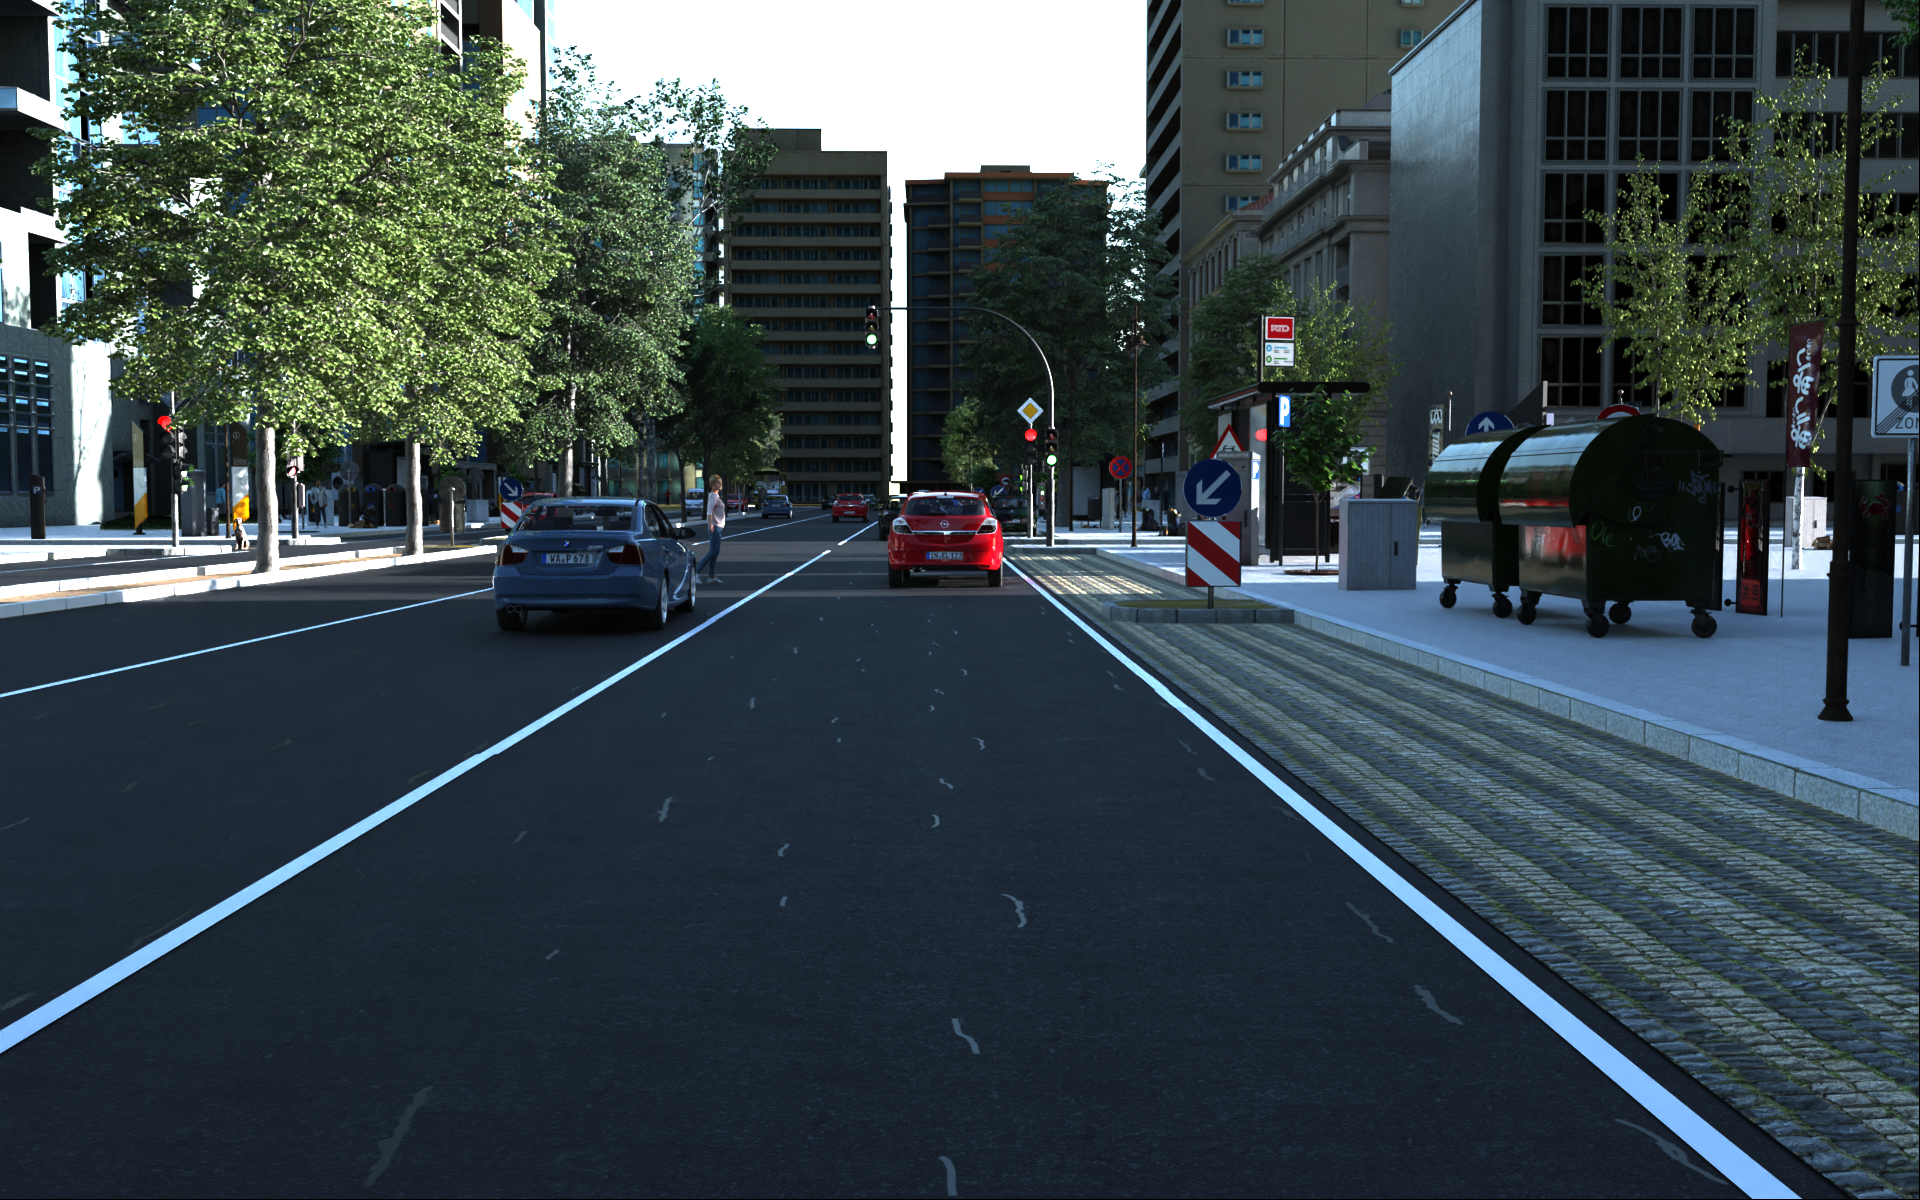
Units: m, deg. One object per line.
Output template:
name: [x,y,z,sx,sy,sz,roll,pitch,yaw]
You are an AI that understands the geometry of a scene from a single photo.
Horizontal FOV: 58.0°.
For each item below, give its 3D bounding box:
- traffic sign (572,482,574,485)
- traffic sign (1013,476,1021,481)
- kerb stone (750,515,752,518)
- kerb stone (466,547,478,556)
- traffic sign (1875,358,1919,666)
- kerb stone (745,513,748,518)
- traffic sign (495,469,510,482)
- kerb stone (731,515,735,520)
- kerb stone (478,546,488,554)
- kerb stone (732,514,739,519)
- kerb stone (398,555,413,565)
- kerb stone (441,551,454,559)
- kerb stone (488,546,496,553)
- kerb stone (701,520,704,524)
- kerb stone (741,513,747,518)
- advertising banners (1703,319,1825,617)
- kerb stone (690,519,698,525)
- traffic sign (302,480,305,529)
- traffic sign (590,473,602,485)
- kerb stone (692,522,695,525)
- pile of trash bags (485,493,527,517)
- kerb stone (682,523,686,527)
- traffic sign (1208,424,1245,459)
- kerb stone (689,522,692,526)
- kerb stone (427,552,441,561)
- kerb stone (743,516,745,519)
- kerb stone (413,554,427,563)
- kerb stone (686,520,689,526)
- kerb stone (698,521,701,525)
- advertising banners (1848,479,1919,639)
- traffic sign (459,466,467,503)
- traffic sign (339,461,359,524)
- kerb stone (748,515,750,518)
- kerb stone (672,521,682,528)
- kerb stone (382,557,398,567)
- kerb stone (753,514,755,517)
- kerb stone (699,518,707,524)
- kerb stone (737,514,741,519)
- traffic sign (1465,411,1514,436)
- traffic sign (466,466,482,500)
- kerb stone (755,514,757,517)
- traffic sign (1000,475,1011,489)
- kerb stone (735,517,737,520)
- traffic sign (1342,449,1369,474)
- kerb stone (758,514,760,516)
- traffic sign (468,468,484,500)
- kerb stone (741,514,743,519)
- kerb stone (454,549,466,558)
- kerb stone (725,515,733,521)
traffic sign: [-22.651,-6.094,99.643,0.884,2.594,0.081,0,4,3]
traffic sign: [3.976,-7.153,117.056,0.768,2.556,0.104,0,4,7]
kerb stone: [-12.822,-5.028,104.463,0.120,0.150,1.000,0,4,-1]
kerb stone: [-11.493,-1.112,40.372,0.120,0.150,1.000,0,4,-1]
traffic sign: [7.063,-0.657,12.875,0.606,2.300,0.079,0,4,5]
kerb stone: [-12.773,-4.904,102.414,0.120,0.150,1.000,0,4,-1]
traffic sign: [-22.606,-5.230,85.615,0.768,2.556,0.104,0,4,6]
kerb stone: [-12.632,-4.466,95.236,0.120,0.150,1.000,0,4,-1]
kerb stone: [-11.523,-1.174,41.393,0.120,0.150,1.000,0,4,-1]
kerb stone: [-12.678,-4.586,97.286,0.120,0.150,1.000,0,4,-1]
kerb stone: [-11.386,-0.793,35.251,0.120,0.150,1.000,0,4,-1]
kerb stone: [-11.458,-0.986,38.322,0.120,0.150,1.000,0,4,-1]
kerb stone: [-11.541,-1.237,42.422,0.120,0.150,1.000,0,4,-1]
kerb stone: [-12.355,-3.651,81.890,0.120,0.150,1.000,0,4,-1]
kerb stone: [-12.752,-4.844,101.392,0.120,0.150,1.000,0,4,-1]
advertising banners: [8.451,-1.361,18.446,0.090,3.025,2.074,-1,4,-11]
kerb stone: [-12.315,-3.526,79.842,0.120,0.150,1.000,0,4,-1]
traffic sign: [-23.926,-3.849,63.033,0.768,2.556,0.104,0,4,4]
traffic sign: [-22.722,-6.625,108.045,0.795,2.593,0.064,0,4,3]
kerb stone: [-12.288,-3.463,78.820,0.120,0.150,1.000,0,4,-1]
pile of trash bags: [-25.960,-5.406,98.141,1.912,1.369,3.447,0,4,7]
kerb stone: [-12.231,-3.276,75.751,0.120,0.150,1.000,0,4,-1]
traffic sign: [4.994,-1.971,32.237,0.884,2.594,0.081,0,4,1]
kerb stone: [-12.273,-3.399,77.796,0.120,0.150,1.000,0,4,-1]
kerb stone: [-11.438,-0.924,37.300,0.120,0.150,1.000,0,4,-1]
kerb stone: [-12.727,-4.781,100.361,0.120,0.150,1.000,0,4,-1]
kerb stone: [-11.426,-0.858,36.273,0.120,0.150,1.000,0,4,-1]
kerb stone: [-12.250,-3.335,76.774,0.120,0.150,1.000,0,4,-1]
kerb stone: [-12.339,-3.589,80.868,0.120,0.150,1.000,0,4,-1]
advertising banners: [8.800,-1.182,15.507,2.074,3.025,0.090,-1,4,-14]
traffic sign: [-23.422,-4.968,81.233,0.884,2.594,0.081,0,4,3]
traffic sign: [-23.539,-4.078,66.787,0.768,2.556,0.104,0,4,0]
kerb stone: [-12.802,-4.969,103.440,0.120,0.150,1.000,0,4,-1]
kerb stone: [-12.213,-3.213,74.721,0.120,0.150,1.000,0,4,-1]
kerb stone: [-11.370,-0.735,34.220,0.120,0.150,1.000,0,4,-1]
kerb stone: [-12.874,-5.154,106.508,0.120,0.150,1.000,0,4,-1]
kerb stone: [-12.368,-3.714,82.913,0.120,0.150,1.000,0,4,-1]
kerb stone: [-12.694,-4.655,98.311,0.120,0.150,1.000,0,4,-1]
traffic sign: [8.164,-1.630,26.751,0.768,2.556,0.104,0,4,4]
traffic sign: [-22.574,-4.911,80.302,0.884,2.594,0.081,0,4,7]
kerb stone: [-12.882,-5.217,107.530,0.120,0.150,1.000,0,4,-1]
traffic sign: [3.089,-7.178,117.467,0.768,2.556,0.104,0,4,-1]
kerb stone: [-12.654,-4.530,96.262,0.120,0.150,1.000,0,4,-1]
traffic sign: [8.693,-2.204,38.158,0.606,2.300,0.079,0,4,5]
kerb stone: [-12.929,-5.344,109.583,0.120,0.150,1.000,0,4,-1]
traffic sign: [-23.236,-5.079,83.146,0.768,2.556,0.104,0,4,2]
kerb stone: [-12.717,-4.718,99.338,0.120,0.150,1.000,0,4,-1]
kerb stone: [-11.474,-1.044,39.344,0.120,0.150,1.000,0,4,-1]
kerb stone: [-12.607,-4.405,94.211,0.120,0.150,1.000,0,4,-1]
